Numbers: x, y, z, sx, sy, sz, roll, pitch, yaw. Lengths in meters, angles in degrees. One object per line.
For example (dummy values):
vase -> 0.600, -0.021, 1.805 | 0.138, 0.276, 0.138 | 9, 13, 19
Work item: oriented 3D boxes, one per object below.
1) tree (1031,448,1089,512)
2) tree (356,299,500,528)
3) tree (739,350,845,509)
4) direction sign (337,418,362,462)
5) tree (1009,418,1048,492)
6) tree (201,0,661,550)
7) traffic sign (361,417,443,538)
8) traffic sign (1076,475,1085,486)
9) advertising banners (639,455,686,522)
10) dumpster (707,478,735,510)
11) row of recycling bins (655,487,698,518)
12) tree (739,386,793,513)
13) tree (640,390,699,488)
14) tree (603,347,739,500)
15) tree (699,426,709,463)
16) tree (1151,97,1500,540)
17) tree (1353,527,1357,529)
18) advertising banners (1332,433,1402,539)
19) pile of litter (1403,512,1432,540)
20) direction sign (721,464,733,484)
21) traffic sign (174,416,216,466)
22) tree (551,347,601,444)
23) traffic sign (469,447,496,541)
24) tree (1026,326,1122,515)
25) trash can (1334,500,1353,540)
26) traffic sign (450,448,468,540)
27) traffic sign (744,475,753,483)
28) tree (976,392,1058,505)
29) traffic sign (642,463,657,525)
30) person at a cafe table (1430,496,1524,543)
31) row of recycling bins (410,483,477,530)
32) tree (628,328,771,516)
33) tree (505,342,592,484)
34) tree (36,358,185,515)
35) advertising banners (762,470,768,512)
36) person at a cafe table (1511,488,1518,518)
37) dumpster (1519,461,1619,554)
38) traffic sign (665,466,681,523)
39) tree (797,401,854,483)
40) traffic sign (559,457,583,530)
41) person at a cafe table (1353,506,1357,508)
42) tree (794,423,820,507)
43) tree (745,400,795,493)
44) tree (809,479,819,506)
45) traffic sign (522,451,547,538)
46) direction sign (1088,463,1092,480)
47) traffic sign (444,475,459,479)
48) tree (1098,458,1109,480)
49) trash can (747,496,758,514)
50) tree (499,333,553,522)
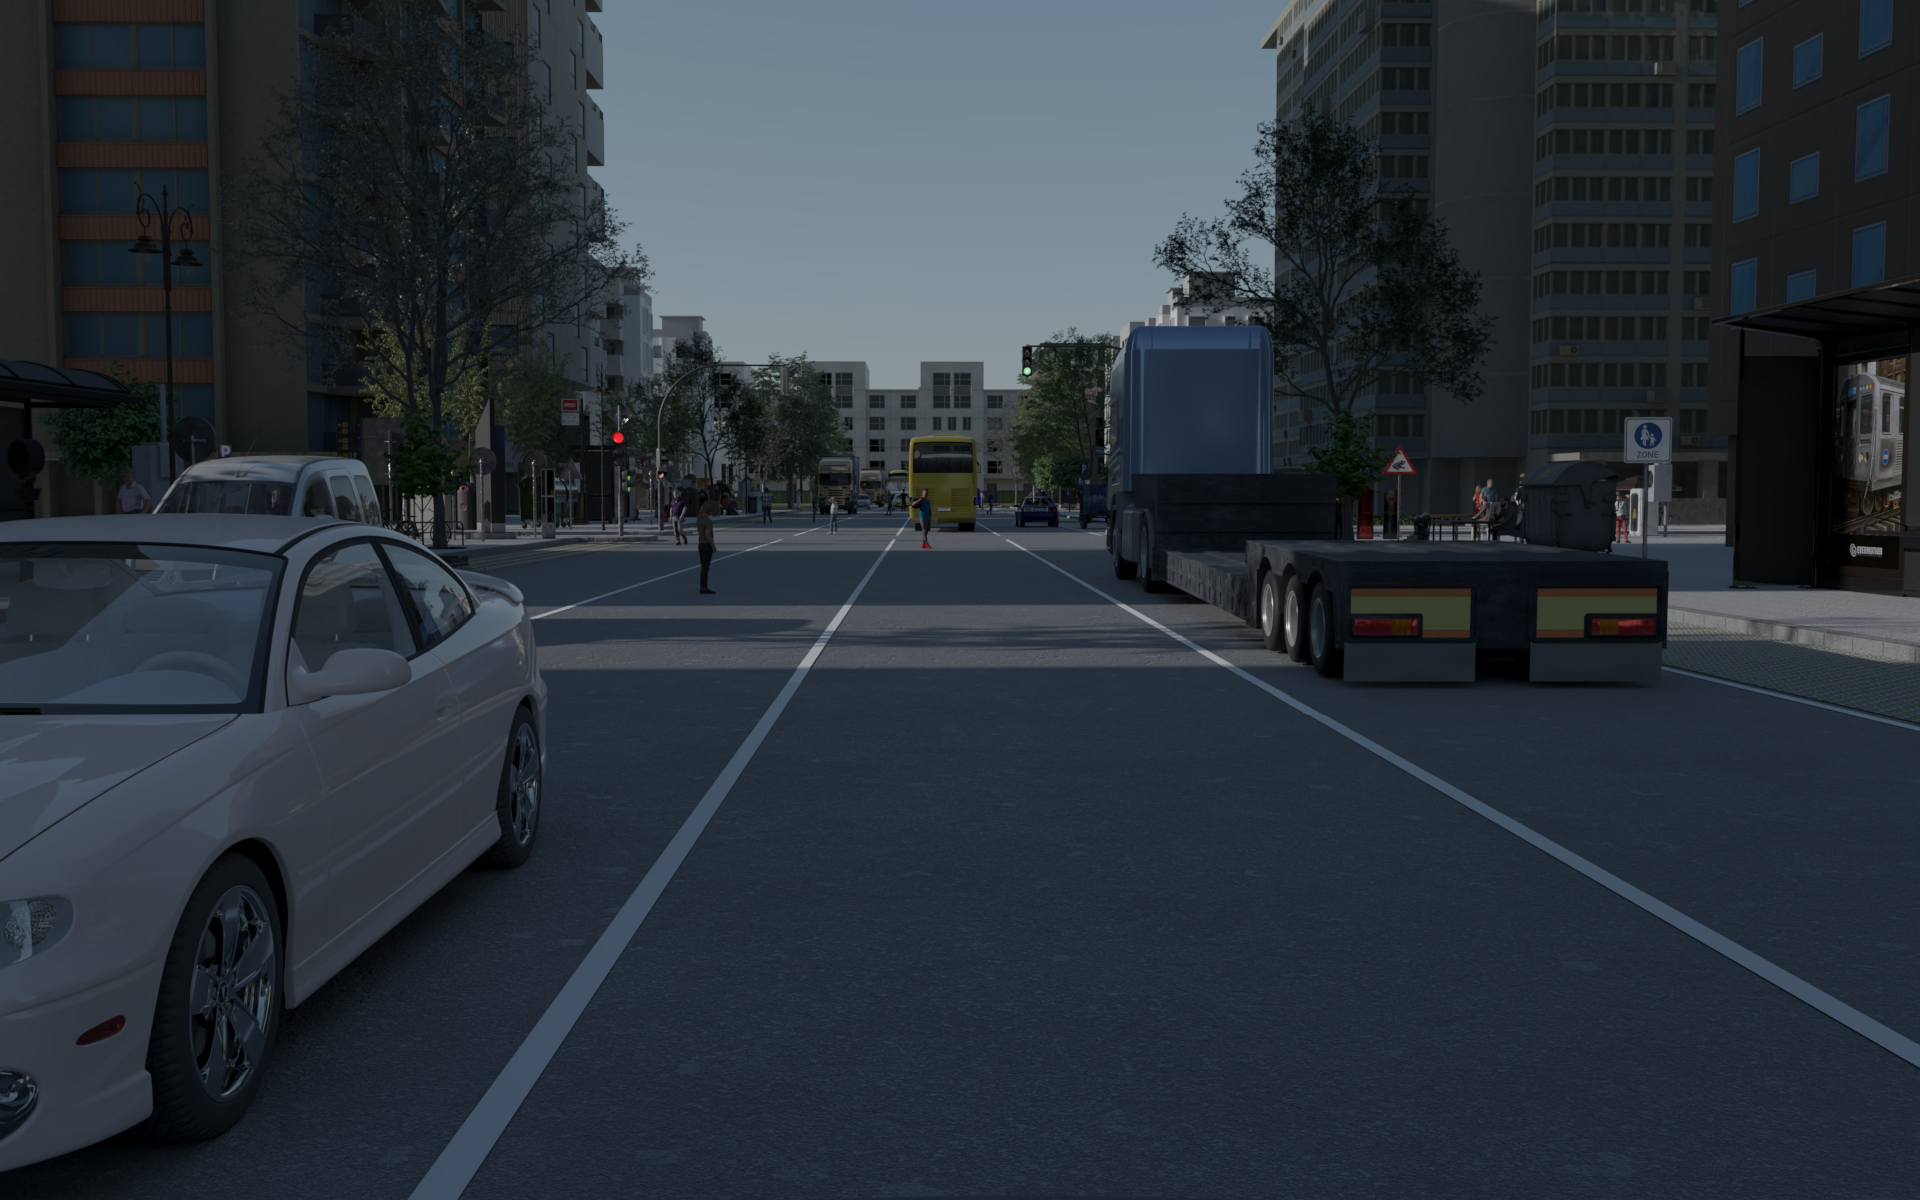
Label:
tree -> 6.942, -9.045, 131.592 | 4.285, 4.588, 4.351 | 0, 3, 0
tree -> -20.917, -7.050, 65.631 | 4.737, 8.622, 4.395 | 0, 3, 0
tree -> -14.983, -15.010, 152.073 | 9.857, 13.997, 8.962 | 0, 3, 0
direction sign -> -18.209, -3.669, 51.993 | 0.876, 3.537, 0.379 | -1, 4, -17
tree -> 6.564, -12.361, 152.461 | 4.360, 8.622, 3.978 | 0, 3, 0
tree -> -12.277, -7.926, 39.967 | 12.009, 13.543, 11.850 | 0, 3, 0
traffic sign -> -14.840, -3.193, 46.071 | 2.265, 3.308, 0.079 | 0, 4, 7
traffic sign -> 8.295, -7.248, 118.603 | 0.768, 2.556, 0.104 | 0, 4, 2
advertising banners -> -13.501, -5.048, 78.728 | 2.074, 3.025, 0.090 | -1, 4, -10
dumpster -> -14.865, -6.428, 107.597 | 1.502, 2.255, 1.985 | 0, 4, -1
row of recycling bins -> -15.616, -5.389, 95.215 | 1.069, 1.692, 3.534 | 2, 4, 25
tree -> -14.279, -10.034, 114.419 | 4.737, 8.622, 4.395 | 0, 3, 0
tree -> -20.550, -10.459, 121.360 | 4.360, 8.622, 3.978 | 0, 3, 0
tree -> -14.393, -8.293, 85.950 | 4.737, 8.622, 4.395 | 0, 3, 0
tree -> -21.118, -10.992, 130.084 | 4.360, 8.622, 3.978 | 0, 3, 0
tree -> 8.968, -6.487, 40.478 | 8.767, 10.594, 7.601 | -2, 4, -27
tree -> 14.408, -4.262, 64.283 | 1.663, 3.219, 1.824 | 0, 3, 0
advertising banners -> 11.496, -3.227, 48.946 | 2.074, 3.025, 0.090 | 0, 4, -7
pile of litter -> 10.980, -1.715, 42.004 | 1.176, 0.858, 1.719 | 1, 4, 12
direction sign -> -17.420, -8.422, 129.703 | 0.876, 3.537, 0.379 | -1, 4, -20
traffic sign -> -12.521, -1.725, 28.310 | 0.768, 2.556, 0.104 | 0, 4, 8
tree -> -19.362, -7.832, 78.412 | 4.737, 8.622, 4.395 | 0, 3, 0
traffic sign -> -12.963, -2.868, 47.004 | 0.768, 2.556, 0.104 | 0, 4, 4
tree -> 7.885, -11.046, 106.353 | 9.928, 11.665, 9.643 | 0, 3, 0
trash can -> 9.421, -1.912, 42.912 | 0.748, 1.137, 0.748 | 0, 3, 0
traffic sign -> -14.021, -2.927, 47.969 | 0.768, 2.556, 0.104 | 0, 4, 0
traffic sign -> -14.800, -7.382, 120.428 | 0.795, 2.593, 0.064 | 0, 4, 6
tree -> 6.646, -17.952, 203.878 | 12.009, 13.543, 11.850 | 0, 3, 0
traffic sign -> -12.771, -4.374, 71.613 | 0.768, 2.556, 0.104 | 0, 4, 8
person at a cafe table -> 10.774, -1.520, 35.719 | 1.726, 1.238, 1.698 | 0, 4, 1
row of recycling bins -> -17.995, -3.356, 61.987 | 3.534, 1.692, 1.069 | 1, 4, 10
tree -> -14.042, -9.955, 97.170 | 7.601, 10.594, 8.767 | 3, 4, 38
tree -> -19.709, -8.151, 83.638 | 4.360, 8.622, 3.978 | 0, 3, 0
tree -> -20.453, -3.553, 41.800 | 4.285, 4.588, 4.351 | 0, 3, 0
advertising banners -> -14.410, -7.889, 125.165 | 0.090, 3.025, 2.074 | 2, 4, 25
person at a cafe table -> 22.238, -3.639, 68.019 | 1.622, 1.524, 1.698 | 0, 4, -2
dumpster -> 11.084, -1.575, 31.515 | 1.264, 1.857, 1.865 | 0, 4, -1
traffic sign -> -12.923, -4.748, 77.738 | 0.768, 2.556, 0.104 | 0, 4, 4
tree -> -16.782, -17.906, 210.890 | 7.486, 12.596, 7.792 | 0, 3, 0
traffic sign -> -13.819, -3.759, 61.466 | 0.884, 2.594, 0.081 | 1, 4, 8
person at a cafe table -> 17.191, -4.142, 78.576 | 1.698, 1.238, 1.726 | 1, 4, 15
tree -> -15.272, -13.720, 174.684 | 4.737, 8.622, 4.395 | 0, 3, 0
tree -> -15.004, -11.169, 132.978 | 4.360, 8.622, 3.978 | 0, 3, 0
tree -> -15.605, -11.779, 187.186 | 1.663, 3.219, 1.824 | 0, 3, 0
traffic sign -> -12.456, -3.095, 50.716 | 0.768, 2.556, 0.104 | 0, 4, 5
direction sign -> 9.356, -8.300, 127.696 | 0.876, 3.537, 0.379 | 3, 4, 37
traffic sign -> -15.116, -3.106, 50.794 | 0.884, 2.594, 0.081 | 0, 4, 6
tree -> 7.749, -5.948, 91.846 | 1.663, 3.219, 1.824 | 0, 3, 0
trash can -> -13.619, -6.237, 113.632 | 0.748, 1.137, 0.748 | 0, 3, 0
tree -> -20.233, -7.473, 72.539 | 4.737, 8.622, 4.395 | 0, 3, 0
